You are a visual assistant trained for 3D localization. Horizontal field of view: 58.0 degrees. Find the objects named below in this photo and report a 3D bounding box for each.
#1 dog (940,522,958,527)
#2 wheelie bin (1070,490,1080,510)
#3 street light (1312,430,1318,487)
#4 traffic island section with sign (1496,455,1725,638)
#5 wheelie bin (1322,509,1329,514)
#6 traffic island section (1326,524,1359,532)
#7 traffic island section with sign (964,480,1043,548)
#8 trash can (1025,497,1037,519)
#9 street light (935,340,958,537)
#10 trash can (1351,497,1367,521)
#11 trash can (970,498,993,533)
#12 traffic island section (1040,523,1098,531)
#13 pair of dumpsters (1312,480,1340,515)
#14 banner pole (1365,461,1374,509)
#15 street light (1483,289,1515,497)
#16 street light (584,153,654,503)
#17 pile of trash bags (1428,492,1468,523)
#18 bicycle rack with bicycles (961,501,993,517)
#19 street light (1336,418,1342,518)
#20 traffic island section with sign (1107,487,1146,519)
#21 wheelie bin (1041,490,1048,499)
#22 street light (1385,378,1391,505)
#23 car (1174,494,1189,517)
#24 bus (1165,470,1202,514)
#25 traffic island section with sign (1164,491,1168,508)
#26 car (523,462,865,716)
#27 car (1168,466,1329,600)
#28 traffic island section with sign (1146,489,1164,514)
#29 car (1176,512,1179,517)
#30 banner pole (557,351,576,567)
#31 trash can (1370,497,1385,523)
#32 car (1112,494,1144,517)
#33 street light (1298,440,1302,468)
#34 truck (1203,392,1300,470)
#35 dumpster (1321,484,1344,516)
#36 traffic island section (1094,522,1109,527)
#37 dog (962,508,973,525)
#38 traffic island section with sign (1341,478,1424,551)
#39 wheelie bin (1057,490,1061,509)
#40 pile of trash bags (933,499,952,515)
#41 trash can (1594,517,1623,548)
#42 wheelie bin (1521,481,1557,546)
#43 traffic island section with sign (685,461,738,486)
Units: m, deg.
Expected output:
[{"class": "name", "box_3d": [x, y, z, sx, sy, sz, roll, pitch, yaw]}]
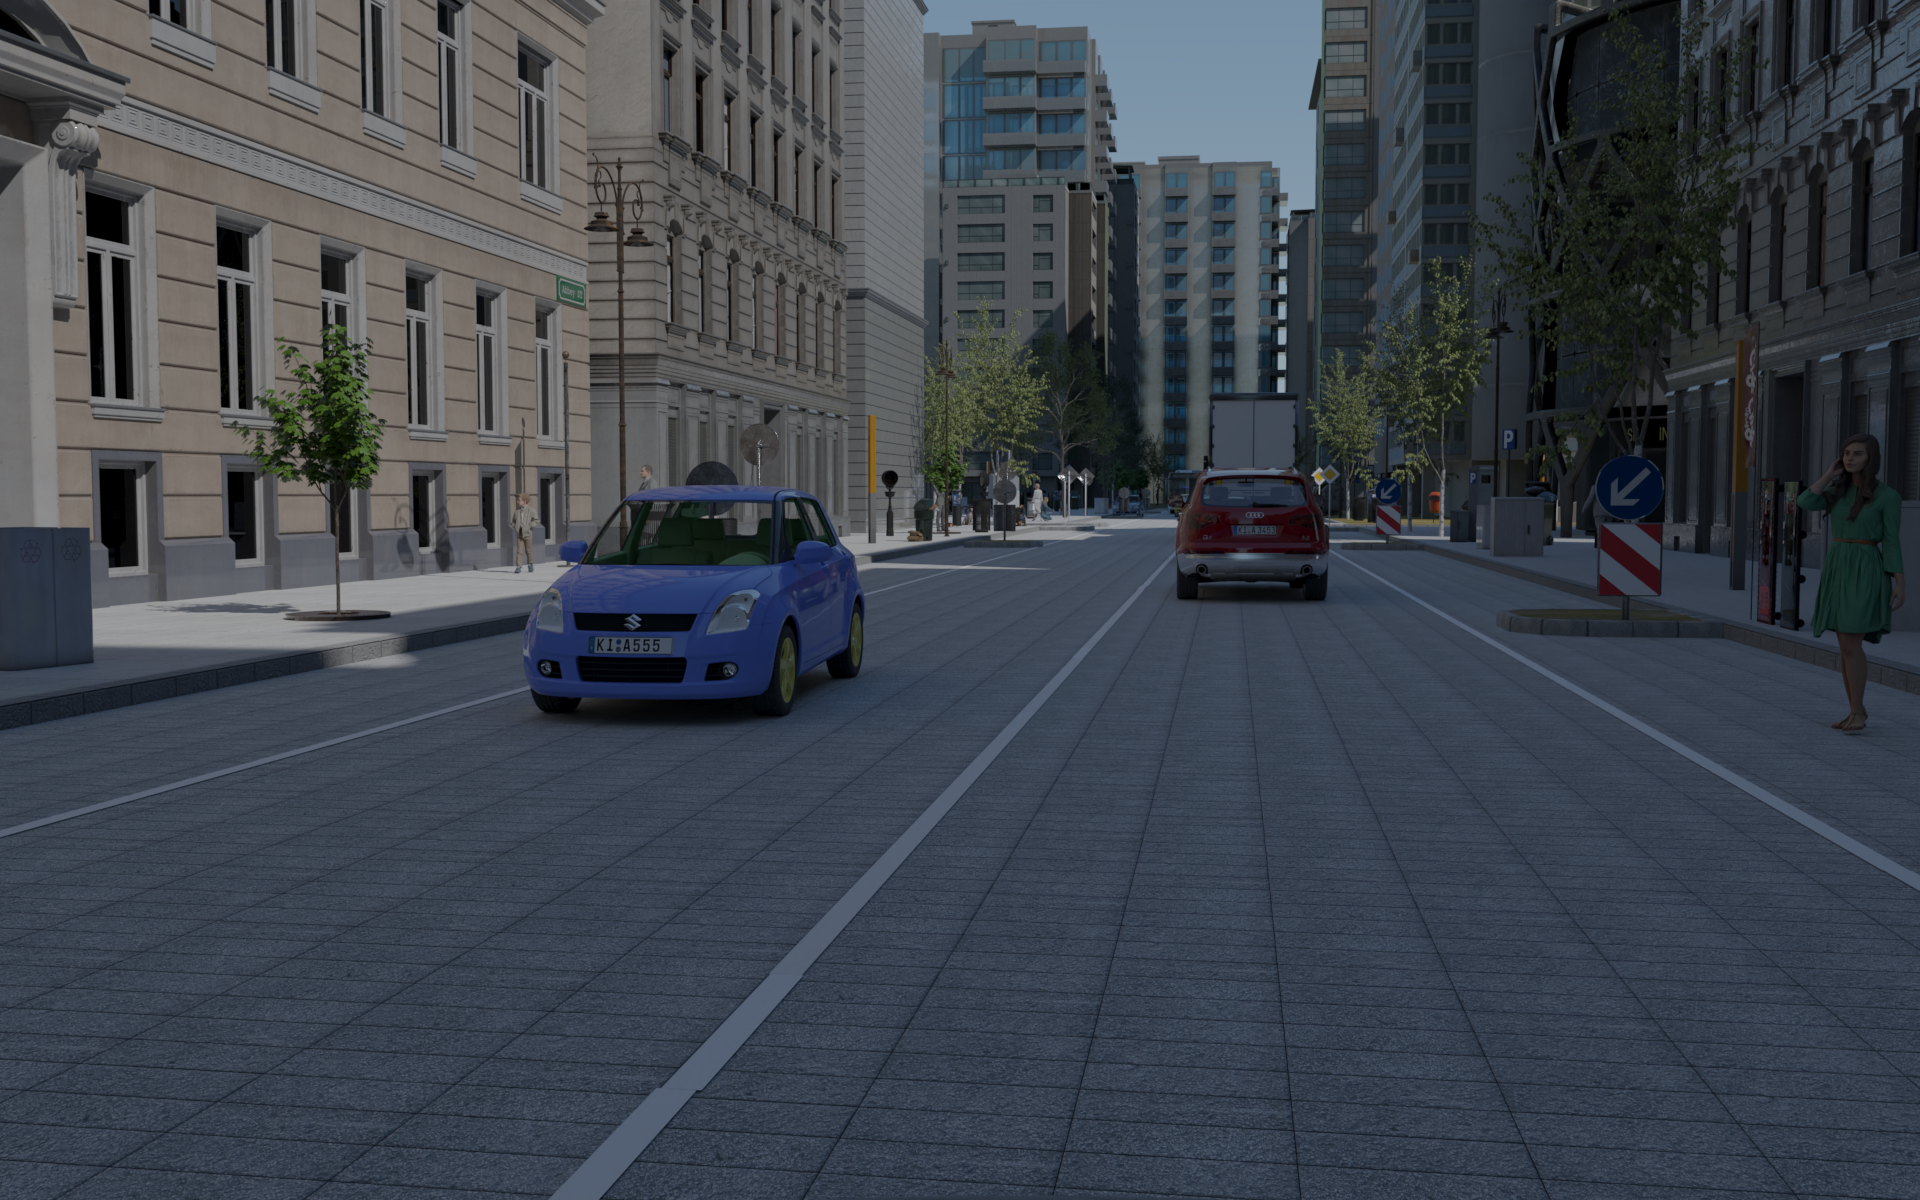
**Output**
[{"class": "dog", "box_3d": [-0.471, -3.030, 67.277, 0.748, 0.427, 0.550, 2, 4, 29]}, {"class": "wheelie bin", "box_3d": [9.485, -8.261, 142.977, 0.980, 1.594, 0.693, 1, 4, 13]}, {"class": "street light", "box_3d": [24.843, -9.072, 121.107, 0.468, 5.910, 1.993, 1, 4, 9]}, {"class": "traffic island section with sign", "box_3d": [6.769, -0.590, 18.271, 1.989, 1.847, 2.006, 1, 4, 9]}, {"class": "wheelie bin", "box_3d": [23.472, -6.315, 111.158, 0.980, 1.594, 0.693, 0, 4, -6]}, {"class": "traffic island section", "box_3d": [14.419, -2.761, 67.427, 2.009, 0.180, 2.903, 1, 4, 9]}, {"class": "traffic island section with sign", "box_3d": [1.225, -2.353, 47.099, 1.989, 1.847, 2.006, 1, 4, 9]}, {"class": "trash can", "box_3d": [3.701, -4.802, 90.165, 0.748, 1.137, 0.748, 0, 3, 0]}, {"class": "street light", "box_3d": [-0.396, -4.847, 52.044, 0.468, 5.910, 1.993, 1, 4, 9]}, {"class": "trash can", "box_3d": [19.171, -4.378, 83.242, 0.748, 1.137, 0.748, 0, 3, 0]}, {"class": "trash can", "box_3d": [0.720, -2.829, 57.911, 0.748, 1.137, 0.748, 0, 3, 0]}, {"class": "traffic island section", "box_3d": [4.300, -2.858, 69.003, 2.009, 0.180, 2.903, 1, 4, 9]}, {"class": "pair of dumpsters", "box_3d": [22.893, -6.464, 108.179, 1.574, 2.255, 4.437, 1, 4, 9]}, {"class": "banner pole", "box_3d": [30.530, -8.528, 129.448, 0.863, 3.779, 0.401, 1, 4, 23]}, {"class": "street light", "box_3d": [11.967, -4.026, 38.611, 0.468, 5.910, 1.993, 1, 4, 9]}, {"class": "street light", "box_3d": [-4.672, -3.127, 23.920, 0.468, 5.910, 1.993, 1, 4, 9]}, {"class": "pile of trash bags", "box_3d": [22.247, -4.049, 75.946, 3.447, 1.369, 1.912, 2, 4, 29]}, {"class": "bicycle rack with bicycles", "box_3d": [1.274, -5.097, 96.721, 2.925, 0.926, 2.852, -1, 4, -8]}, {"class": "street light", "box_3d": [20.495, -7.365, 93.201, 0.468, 5.910, 1.993, 1, 4, 9]}, {"class": "traffic island section with sign", "box_3d": [9.648, -5.659, 101.153, 1.989, 1.847, 2.006, 1, 4, 9]}, {"class": "wheelie bin", "box_3d": [6.216, -7.567, 131.630, 0.980, 1.594, 0.693, 2, 4, 24]}, {"class": "street light", "box_3d": [16.354, -5.721, 66.324, 0.468, 5.910, 1.993, 1, 4, 9]}, {"class": "car", "box_3d": [14.214, -5.968, 107.795, 2.015, 1.641, 3.980, 0, 4, 7]}, {"class": "bus", "box_3d": [16.820, -8.130, 127.791, 2.948, 3.499, 13.247, 1, 4, 9]}, {"class": "traffic island section with sign", "box_3d": [21.564, -10.335, 177.609, 1.989, 1.847, 2.006, 1, 4, 9]}, {"class": "car", "box_3d": [-1.786, -0.170, 12.376, 1.945, 1.707, 3.694, 0, 4, 7]}, {"class": "car", "box_3d": [4.140, -0.997, 24.974, 2.281, 1.827, 5.304, 0, 4, 7]}, {"class": "traffic island section with sign", "box_3d": [13.808, -7.291, 127.828, 1.989, 1.847, 2.006, 1, 4, 9]}, {"class": "car", "box_3d": [5.620, -1.672, 37.128, 2.009, 1.686, 4.222, 1, 4, 9]}, {"class": "banner pole", "box_3d": [-6.839, -2.458, 30.200, 0.401, 3.779, 0.863, -1, 4, -16]}, {"class": "trash can", "box_3d": [18.477, -3.961, 76.423, 0.748, 1.137, 0.748, 0, 3, 0]}, {"class": "car", "box_3d": [10.510, -5.867, 107.928, 2.014, 1.417, 4.499, 1, 4, 10]}, {"class": "street light", "box_3d": [29.116, -10.762, 148.749, 0.468, 5.910, 1.993, 1, 4, 9]}, {"class": "truck", "box_3d": [8.911, -3.945, 53.418, 2.839, 4.237, 11.283, 1, 4, 8]}, {"class": "dumpster", "box_3d": [21.608, -5.784, 100.335, 1.264, 1.857, 1.865, 1, 4, 9]}, {"class": "traffic island section", "box_3d": [5.530, -3.340, 76.893, 2.009, 0.180, 2.903, 1, 4, 9]}, {"class": "dog", "box_3d": [0.317, -3.577, 75.319, 0.513, 0.831, 0.800, -1, 4, -20]}, {"class": "traffic island section with sign", "box_3d": [10.922, -2.219, 44.906, 1.989, 1.847, 2.006, 1, 4, 9]}, {"class": "wheelie bin", "box_3d": [8.431, -8.601, 148.536, 0.693, 1.594, 0.980, 1, 4, 14]}, {"class": "pile of trash bags", "box_3d": [-1.983, -5.792, 104.458, 1.912, 1.369, 3.447, -3, 4, -36]}, {"class": "trash can", "box_3d": [14.621, -1.674, 39.021, 0.748, 1.137, 0.748, 0, 3, 0]}, {"class": "wheelie bin", "box_3d": [14.442, -2.163, 43.277, 0.693, 1.594, 0.980, -3, 5, -45]}, {"class": "traffic island section with sign", "box_3d": [-2.988, -0.698, 20.046, 1.989, 1.847, 2.006, 1, 4, 9]}]
